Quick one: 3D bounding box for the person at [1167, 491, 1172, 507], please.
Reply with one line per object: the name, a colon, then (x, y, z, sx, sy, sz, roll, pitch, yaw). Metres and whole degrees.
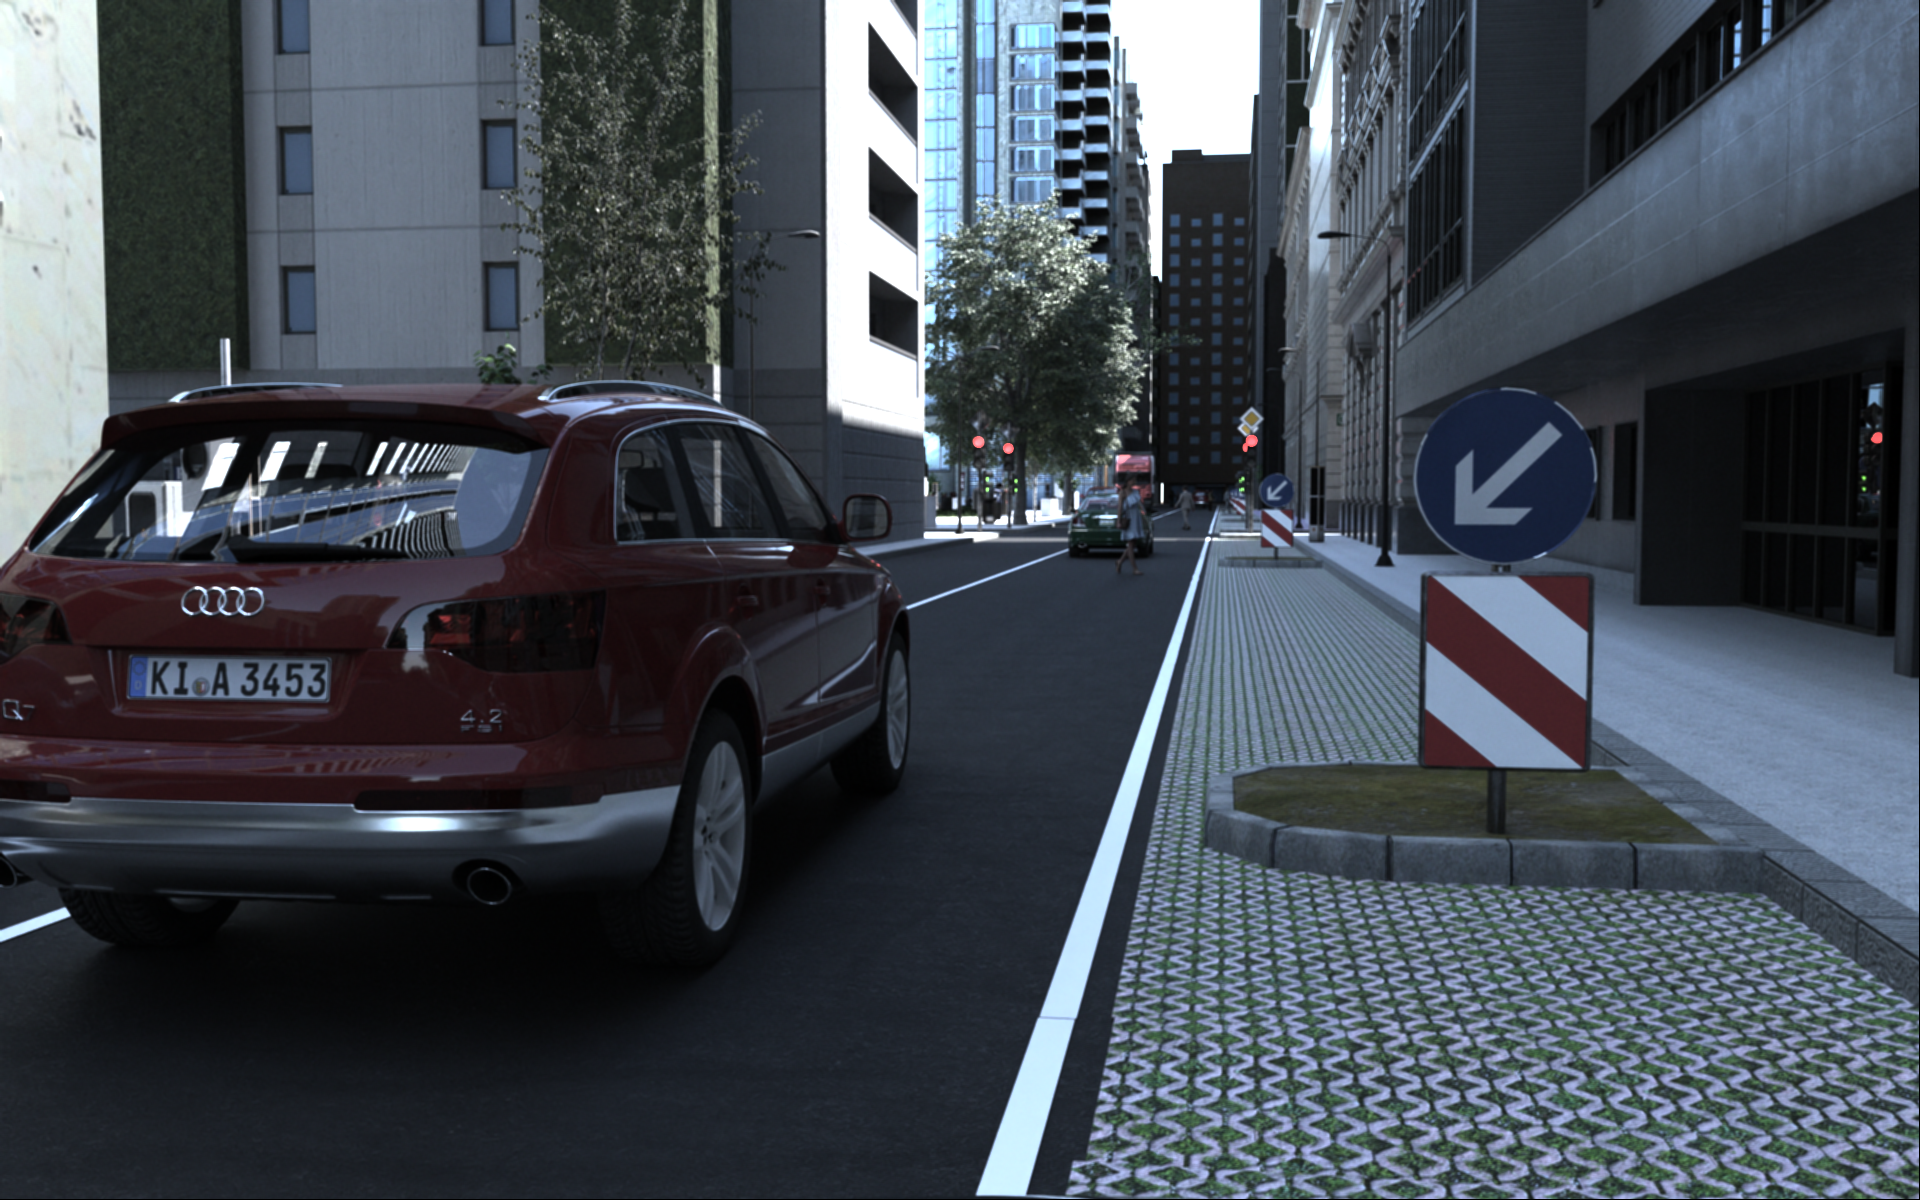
person: (23.131, -11.117, 190.273, 0.705, 1.822, 1.348, 2, 4, 35)

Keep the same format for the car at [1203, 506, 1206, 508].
car: (24.553, -10.433, 179.380, 1.959, 1.807, 4.718, 1, 4, 10)

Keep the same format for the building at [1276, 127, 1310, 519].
building: (26.313, -16.787, 110.629, 11.583, 22.565, 21.152, 1, 4, 9)

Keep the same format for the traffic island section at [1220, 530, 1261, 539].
traffic island section: (9.372, -2.046, 55.739, 2.009, 0.180, 2.903, 1, 4, 9)

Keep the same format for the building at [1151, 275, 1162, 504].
building: (19.686, -28.004, 229.566, 14.107, 30.474, 14.160, 1, 4, 9)

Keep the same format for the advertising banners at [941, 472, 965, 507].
advertising banners: (-0.572, -8.659, 137.764, 2.074, 3.025, 0.090, -1, 4, -13)

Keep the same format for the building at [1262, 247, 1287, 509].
building: (28.990, -18.299, 128.868, 12.332, 23.373, 15.834, 1, 4, 9)

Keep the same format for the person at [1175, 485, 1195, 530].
person: (9.026, -3.700, 69.273, 0.678, 1.792, 0.850, -2, 4, -25)

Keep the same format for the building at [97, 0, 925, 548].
building: (-15.549, -30.856, 46.499, 28.212, 58.520, 21.231, 1, 4, 9)

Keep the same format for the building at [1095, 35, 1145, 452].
building: (8.228, -34.640, 185.978, 23.786, 49.044, 30.456, 1, 4, 9)

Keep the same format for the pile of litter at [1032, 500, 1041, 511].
pile of litter: (6.428, -7.360, 134.299, 1.719, 0.858, 1.176, 0, 4, 0)

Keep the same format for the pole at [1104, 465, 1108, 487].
pole: (9.838, -7.517, 116.741, 0.158, 3.312, 0.155, 0, 3, 0)

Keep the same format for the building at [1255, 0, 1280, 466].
building: (40.578, -38.695, 174.668, 21.231, 58.520, 28.212, 1, 4, 9)

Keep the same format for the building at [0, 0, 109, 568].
building: (-19.648, -42.063, 0.395, 22.319, 86.520, 31.000, 1, 4, 9)

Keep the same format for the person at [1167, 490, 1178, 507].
person: (22.835, -10.867, 186.196, 1.348, 1.821, 0.705, 2, 4, 33)

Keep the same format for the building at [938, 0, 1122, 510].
building: (3.750, -51.487, 154.490, 22.319, 86.520, 31.000, 1, 4, 9)

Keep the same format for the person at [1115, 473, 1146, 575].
person: (2.976, -1.358, 30.790, 0.616, 1.811, 0.778, -2, 4, -35)

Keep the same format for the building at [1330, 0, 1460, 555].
building: (15.367, -13.179, 44.355, 11.050, 23.489, 19.941, 1, 4, 9)

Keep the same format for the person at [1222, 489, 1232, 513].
person: (20.158, -7.463, 130.620, 0.850, 1.850, 0.679, -1, 4, -10)

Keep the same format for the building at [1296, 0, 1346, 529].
building: (35.746, -17.777, 67.076, 44.131, 29.872, 17.030, 1, 4, 9)

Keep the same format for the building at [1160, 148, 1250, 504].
building: (33.685, -35.285, 227.026, 14.200, 45.320, 14.600, 1, 4, 9)

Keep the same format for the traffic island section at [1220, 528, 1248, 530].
traffic island section: (10.567, -2.529, 63.635, 2.009, 0.180, 2.903, 1, 4, 9)

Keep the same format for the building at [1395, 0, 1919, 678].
building: (13.595, -12.225, 18.942, 14.314, 24.678, 30.058, 1, 4, 9)

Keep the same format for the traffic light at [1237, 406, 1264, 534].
traffic light: (9.334, -4.080, 55.631, 0.839, 4.253, 0.868, 1, 4, 9)

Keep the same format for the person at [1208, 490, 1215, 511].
person: (21.031, -8.348, 145.081, 0.705, 1.812, 1.348, -1, 4, -13)

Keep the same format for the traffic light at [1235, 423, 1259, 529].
traffic light: (10.529, -4.563, 63.527, 0.839, 4.253, 0.868, 1, 4, 9)

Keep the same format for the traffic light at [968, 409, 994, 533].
traffic light: (0.669, -4.159, 56.922, 0.839, 4.253, 0.868, 1, 4, 9)

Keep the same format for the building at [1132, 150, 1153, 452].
building: (15.988, -32.087, 208.209, 14.086, 41.232, 14.154, 1, 4, 9)

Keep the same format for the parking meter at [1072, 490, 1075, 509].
parking meter: (6.629, -5.783, 102.960, 0.372, 1.533, 0.369, 0, 3, 0)

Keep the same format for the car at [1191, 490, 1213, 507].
car: (23.587, -9.823, 169.280, 2.281, 1.827, 5.304, 1, 4, 8)

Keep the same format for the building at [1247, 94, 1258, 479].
building: (44.196, -35.221, 199.569, 21.300, 48.544, 21.600, 1, 4, 9)

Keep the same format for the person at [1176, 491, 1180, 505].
person: (26.240, -12.241, 209.171, 0.617, 1.759, 0.750, 3, 4, 37)

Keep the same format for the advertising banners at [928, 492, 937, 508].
advertising banners: (-2.315, -6.316, 99.450, 2.074, 3.025, 0.090, 1, 4, 22)

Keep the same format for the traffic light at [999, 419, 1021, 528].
traffic light: (1.863, -4.642, 64.817, 0.839, 4.253, 0.868, 1, 4, 9)

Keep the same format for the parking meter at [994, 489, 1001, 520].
parking meter: (1.860, -4.733, 85.795, 0.372, 1.533, 0.369, 0, 3, 0)

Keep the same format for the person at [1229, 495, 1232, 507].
person: (26.856, -9.906, 170.462, 1.348, 1.824, 0.705, -3, 4, -39)

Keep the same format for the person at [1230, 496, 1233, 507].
person: (29.353, -10.888, 187.239, 1.217, 1.743, 0.721, 3, 4, 38)

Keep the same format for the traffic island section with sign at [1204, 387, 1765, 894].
traffic island section with sign: (2.038, 0.085, 7.241, 1.989, 1.847, 2.006, 1, 4, 9)

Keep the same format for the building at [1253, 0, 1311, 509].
building: (36.092, -43.549, 150.274, 20.563, 71.187, 20.611, 1, 4, 9)
